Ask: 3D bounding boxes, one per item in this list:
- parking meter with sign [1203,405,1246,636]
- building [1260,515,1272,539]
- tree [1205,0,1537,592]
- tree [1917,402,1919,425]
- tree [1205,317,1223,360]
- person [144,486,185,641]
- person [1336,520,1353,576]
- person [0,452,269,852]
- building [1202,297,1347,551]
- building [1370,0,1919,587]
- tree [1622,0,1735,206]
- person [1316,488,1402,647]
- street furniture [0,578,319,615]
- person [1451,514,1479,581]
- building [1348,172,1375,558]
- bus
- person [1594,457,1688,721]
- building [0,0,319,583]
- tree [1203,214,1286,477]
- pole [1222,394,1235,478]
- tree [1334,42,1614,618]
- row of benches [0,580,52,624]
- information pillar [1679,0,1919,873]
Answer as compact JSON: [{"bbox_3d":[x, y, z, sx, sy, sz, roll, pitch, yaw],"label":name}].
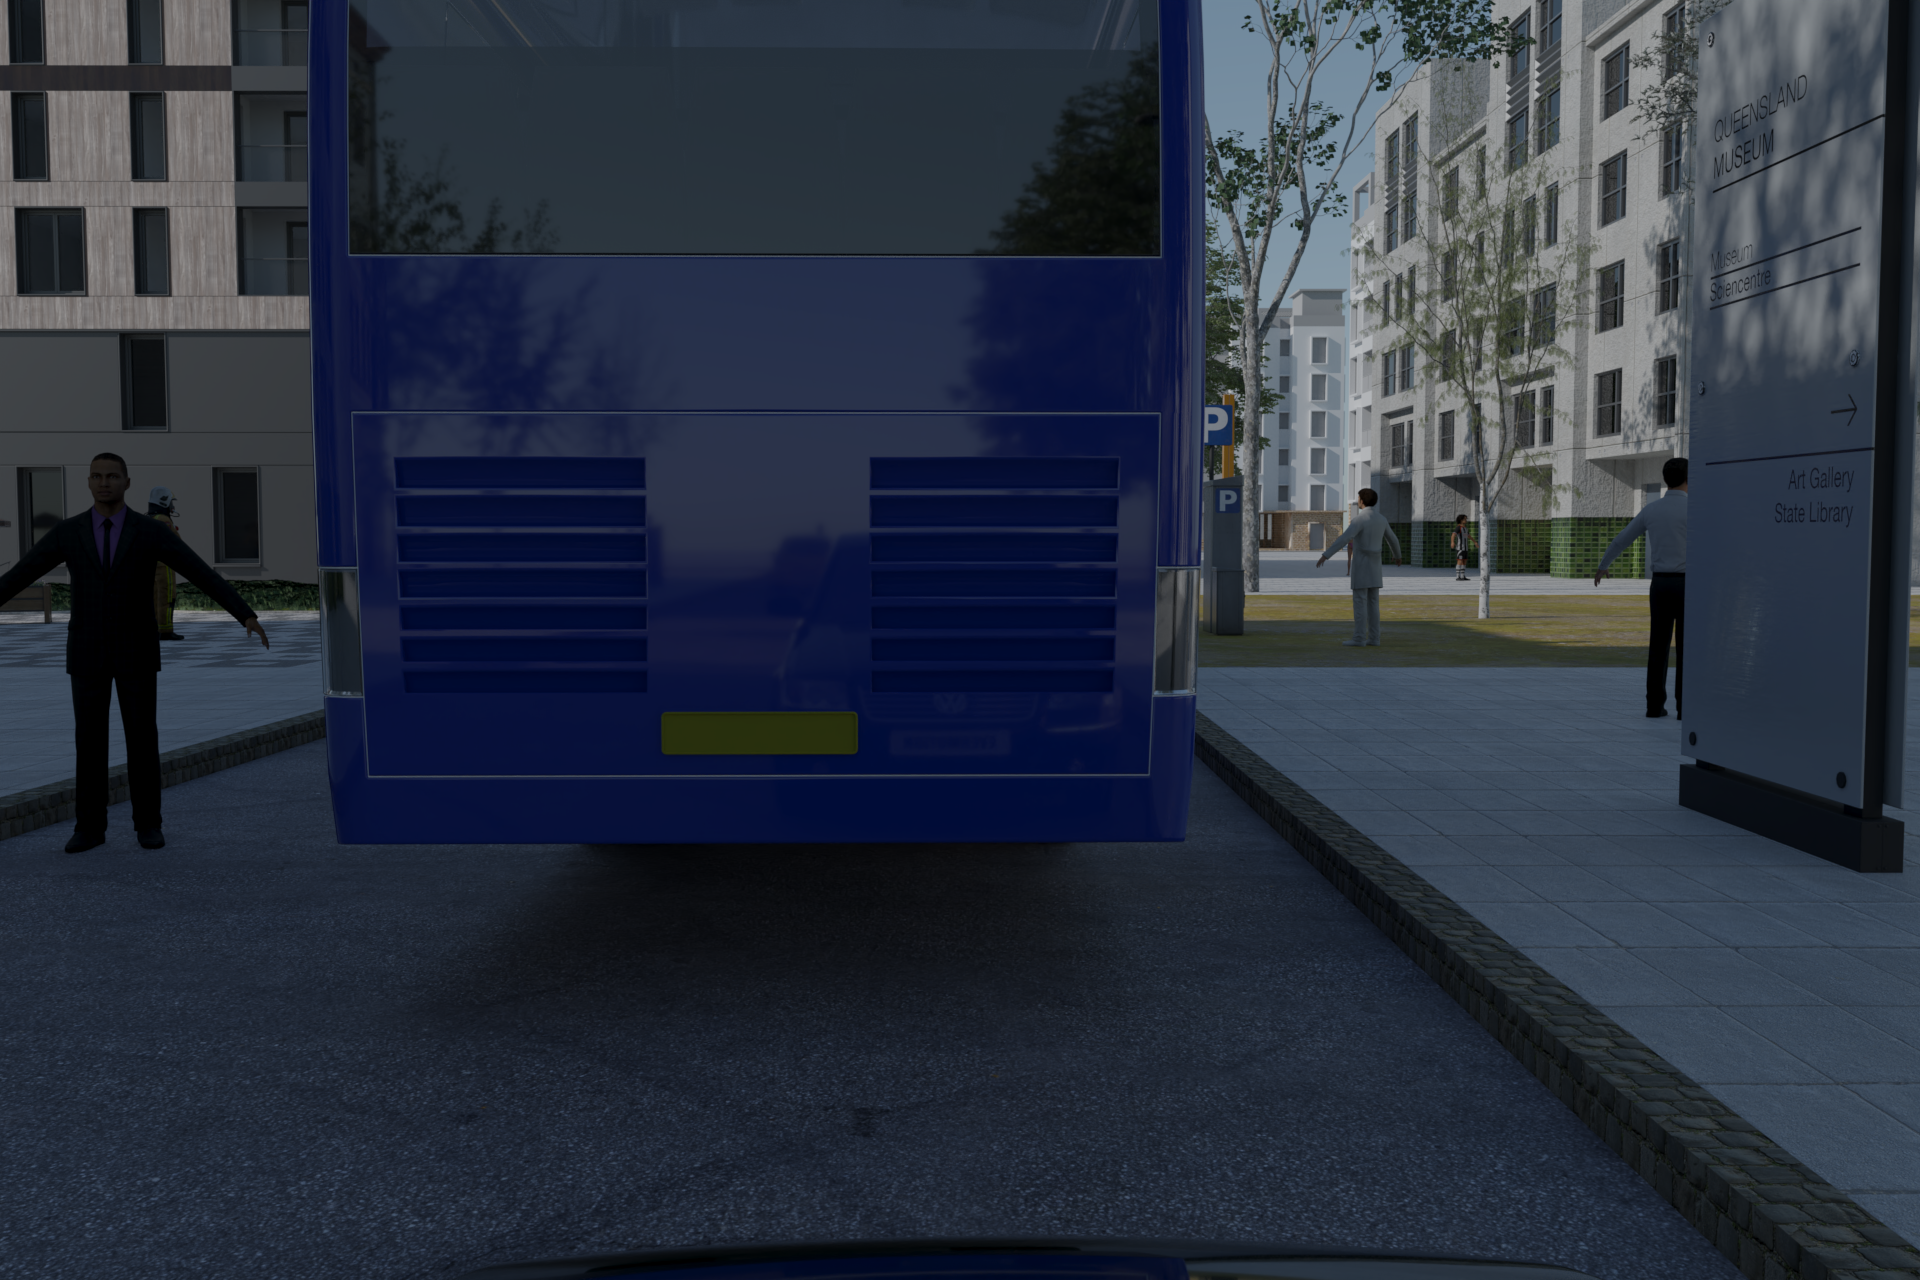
[{"bbox_3d":[3.415,-1.612,22.613,0.543,3.016,1.738,0,4,-1],"label":"parking meter with sign"},{"bbox_3d":[24.189,-18.713,172.414,16.747,18.905,31.486,0,4,0],"label":"building"},{"bbox_3d":[7.868,-11.104,37.437,12.611,20.169,13.585,0,3,0],"label":"tree"},{"bbox_3d":[6.519,-3.553,8.448,4.360,8.622,3.978,0,3,0],"label":"tree"},{"bbox_3d":[6.196,-8.600,66.366,9.928,11.665,9.643,0,3,0],"label":"tree"},{"bbox_3d":[-9.614,-0.927,20.931,1.354,1.858,0.705,3,5,41],"label":"person"},{"bbox_3d":[12.150,-2.860,53.571,1.217,1.733,0.721,1,4,9],"label":"person"},{"bbox_3d":[-3.870,0.047,7.908,1.346,1.802,0.704,-1,4,-17],"label":"person"},{"bbox_3d":[23.494,-17.691,145.665,16.016,20.090,11.380,0,4,1],"label":"building"},{"bbox_3d":[25.820,-11.680,57.433,16.747,18.905,31.486,0,3,0],"label":"building"},{"bbox_3d":[11.291,-6.526,17.072,12.009,13.543,11.850,0,3,0],"label":"tree"},{"bbox_3d":[4.635,-0.836,19.853,1.347,1.806,0.705,-2,4,-34],"label":"person"},{"bbox_3d":[-11.521,-0.880,30.013,10.072,0.657,5.734,0,4,4],"label":"street furniture"},{"bbox_3d":[13.796,-2.529,47.500,1.345,1.843,0.704,-3,5,-43],"label":"person"},{"bbox_3d":[26.012,-14.398,91.833,16.016,20.090,11.380,0,3,0],"label":"building"},{"bbox_3d":[-0.662,-1.184,10.899,2.896,3.916,12.251,0,4,-1],"label":"bus"},{"bbox_3d":[4.986,-0.359,12.032,0.704,1.810,1.344,-3,5,-39],"label":"person"},{"bbox_3d":[-25.140,-13.169,59.282,27.936,21.610,32.646,0,4,0],"label":"building"},{"bbox_3d":[6.677,-8.465,56.523,7.486,12.596,7.792,0,3,0],"label":"tree"},{"bbox_3d":[3.924,-1.929,25.389,0.158,3.312,0.155,0,3,0],"label":"pole"},{"bbox_3d":[8.142,-4.645,26.301,4.360,8.622,3.978,0,3,0],"label":"tree"},{"bbox_3d":[-14.793,-0.531,24.139,4.104,0.672,1.422,-2,4,-25],"label":"row of benches"},{"bbox_3d":[3.486,-0.976,7.268,0.184,3.620,1.656,0,3,0],"label":"information pillar"}]
